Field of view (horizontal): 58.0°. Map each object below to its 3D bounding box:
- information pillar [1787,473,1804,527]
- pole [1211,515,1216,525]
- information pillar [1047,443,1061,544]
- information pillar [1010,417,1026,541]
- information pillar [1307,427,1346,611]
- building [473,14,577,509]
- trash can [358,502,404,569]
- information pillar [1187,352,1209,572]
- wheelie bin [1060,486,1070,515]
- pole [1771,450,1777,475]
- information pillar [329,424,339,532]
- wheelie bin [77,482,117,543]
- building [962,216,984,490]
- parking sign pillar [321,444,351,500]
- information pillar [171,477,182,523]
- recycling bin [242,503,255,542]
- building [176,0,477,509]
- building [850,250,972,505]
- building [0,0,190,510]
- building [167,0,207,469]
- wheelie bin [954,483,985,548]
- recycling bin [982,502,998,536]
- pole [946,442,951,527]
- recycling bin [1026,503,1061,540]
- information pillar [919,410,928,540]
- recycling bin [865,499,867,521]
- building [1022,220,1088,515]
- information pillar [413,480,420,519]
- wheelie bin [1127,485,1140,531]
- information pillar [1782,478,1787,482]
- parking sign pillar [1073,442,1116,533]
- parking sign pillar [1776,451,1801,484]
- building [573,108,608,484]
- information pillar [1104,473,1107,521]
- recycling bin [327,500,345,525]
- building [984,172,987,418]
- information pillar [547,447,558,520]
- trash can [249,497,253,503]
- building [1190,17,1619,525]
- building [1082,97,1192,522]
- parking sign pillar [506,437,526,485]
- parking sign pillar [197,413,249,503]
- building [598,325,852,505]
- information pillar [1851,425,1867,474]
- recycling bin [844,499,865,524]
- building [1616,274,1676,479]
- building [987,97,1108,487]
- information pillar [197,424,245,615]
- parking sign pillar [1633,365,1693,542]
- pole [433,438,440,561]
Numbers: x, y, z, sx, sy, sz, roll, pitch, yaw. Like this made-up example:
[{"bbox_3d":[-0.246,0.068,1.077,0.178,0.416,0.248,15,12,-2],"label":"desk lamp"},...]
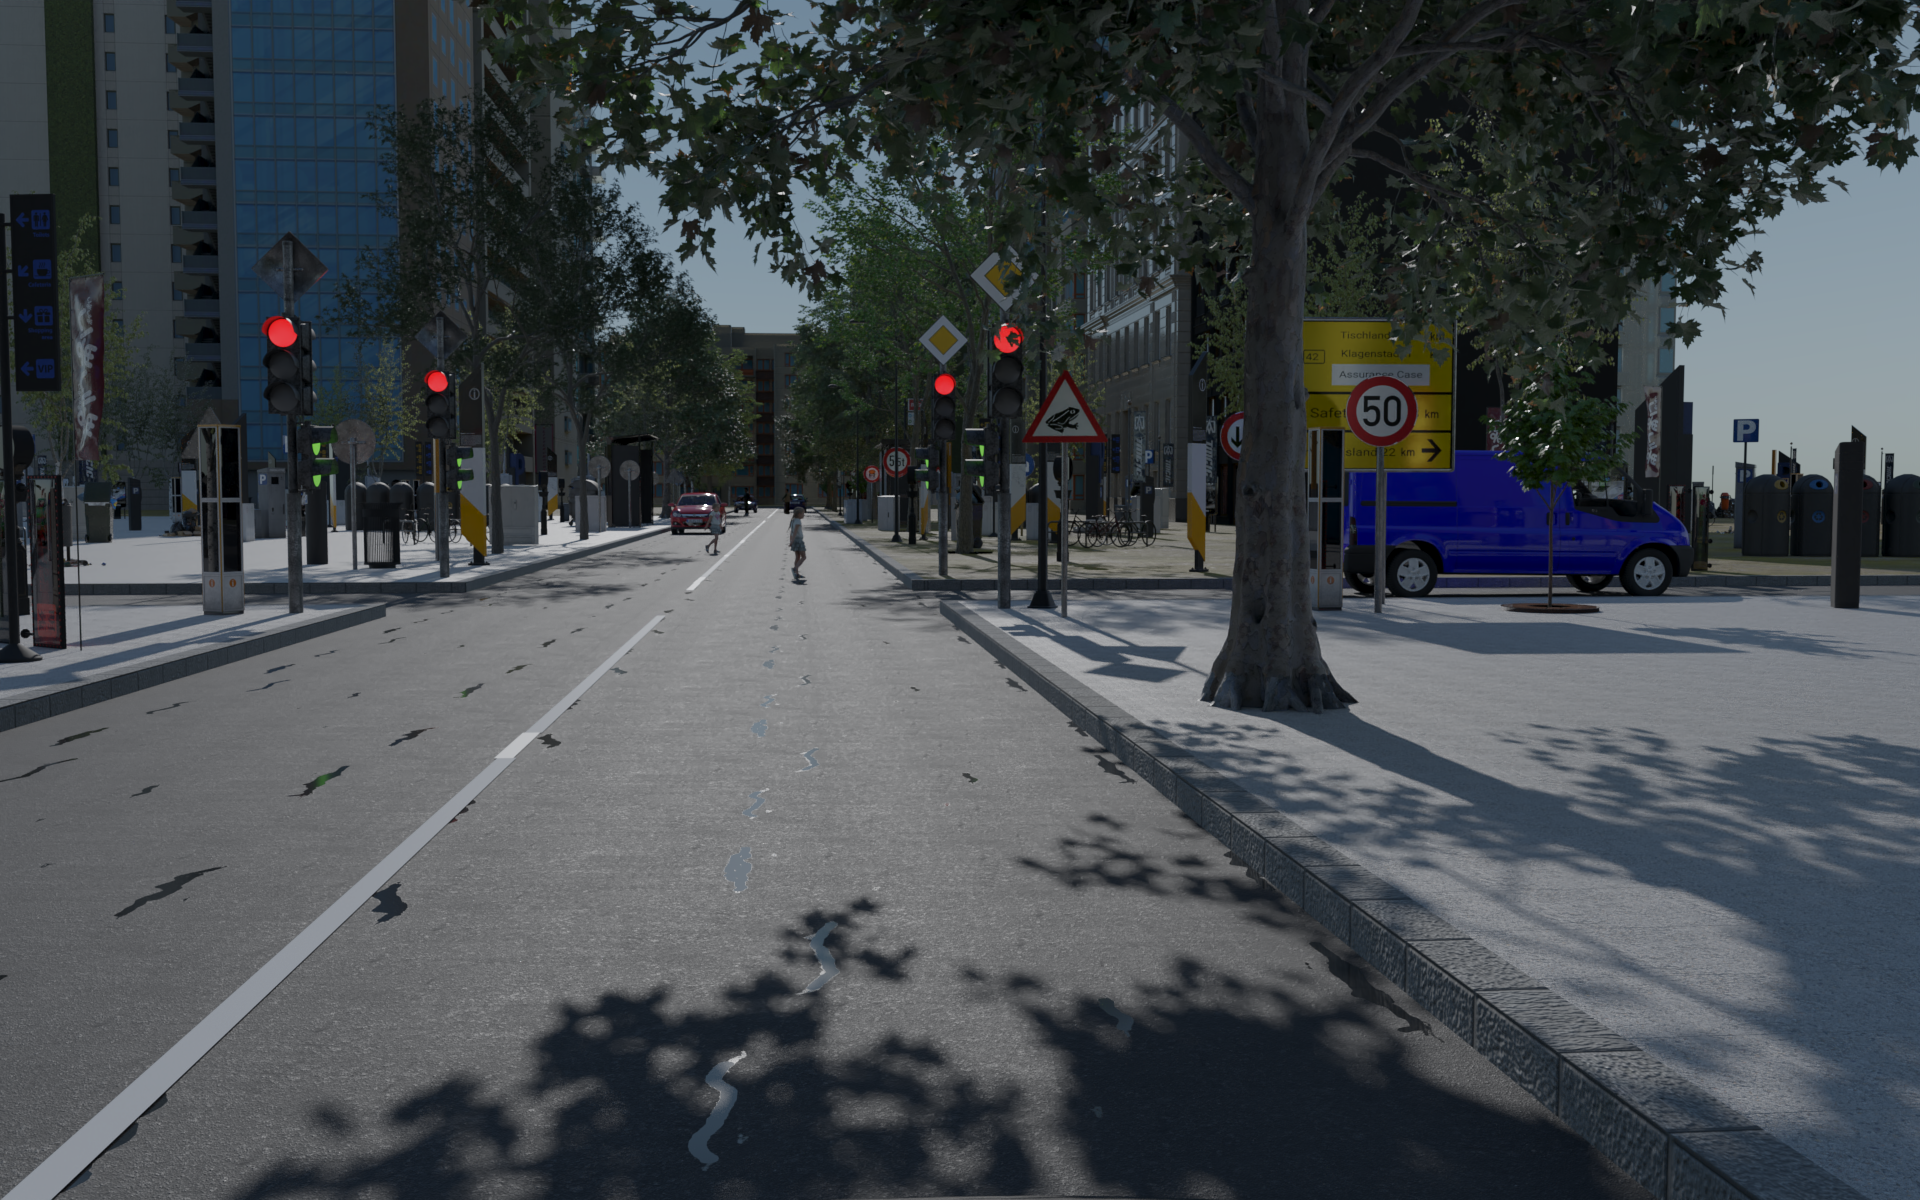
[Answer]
[{"bbox_3d":[29.845,-3.505,61.805,0.304,2.012,0.304,-1,4,-16],"label":"information pillar"},{"bbox_3d":[10.678,-4.840,72.975,0.158,3.312,0.155,0,3,0],"label":"pole"},{"bbox_3d":[2.380,-3.272,44.856,0.504,3.616,0.183,-1,4,-13],"label":"information pillar"},{"bbox_3d":[1.577,-3.447,47.709,0.504,3.616,0.183,-2,4,-31],"label":"information pillar"},{"bbox_3d":[4.031,-0.893,19.099,0.304,2.012,0.304,-1,4,-14],"label":"information pillar"},{"bbox_3d":[-45.383,-32.179,149.825,21.600,48.544,21.300,0,4,-5],"label":"building"},{"bbox_3d":[-10.017,-1.122,30.005,0.748,1.137,0.748,0,3,0],"label":"trash can"},{"bbox_3d":[3.893,-2.266,28.403,0.183,3.616,0.504,3,4,37],"label":"information pillar"},{"bbox_3d":[3.948,-3.739,69.040,0.980,1.594,0.693,2,4,34],"label":"wheelie bin"},{"bbox_3d":[37.400,-5.247,79.633,0.158,3.312,0.155,0,3,0],"label":"pole"},{"bbox_3d":[-21.010,-4.077,58.020,0.183,3.616,0.504,-2,4,-32],"label":"information pillar"},{"bbox_3d":[-22.735,-2.311,45.687,0.980,1.594,0.693,-1,4,-16],"label":"wheelie bin"},{"bbox_3d":[12.021,-32.171,217.872,23.993,40.220,32.217,0,4,-5],"label":"building"},{"bbox_3d":[-29.770,-5.773,82.861,1.447,3.967,1.447,0,4,2],"label":"parking sign pillar"},{"bbox_3d":[-34.684,-4.416,76.697,0.304,2.012,0.304,3,5,39],"label":"information pillar"},{"bbox_3d":[-19.576,-2.099,46.866,0.722,1.027,0.722,0,4,-2],"label":"recycling bin"},{"bbox_3d":[-38.145,-27.908,106.411,14.600,45.320,14.200,0,4,-5],"label":"building"},{"bbox_3d":[-6.057,-26.631,207.118,14.107,30.474,14.160,0,4,-5],"label":"building"},{"bbox_3d":[-70.932,-37.019,147.256,28.212,58.520,21.231,0,4,-5],"label":"building"},{"bbox_3d":[-43.200,-30.612,124.200,21.300,48.544,21.600,0,4,-5],"label":"building"},{"bbox_3d":[0.206,-2.029,41.086,0.693,1.594,0.980,-1,4,-9],"label":"wheelie bin"},{"bbox_3d":[0.776,-2.519,53.739,0.722,1.027,0.722,-2,4,-26],"label":"recycling bin"},{"bbox_3d":[-0.444,-4.549,68.227,0.158,3.312,0.155,0,3,0],"label":"pole"},{"bbox_3d":[2.334,-2.188,48.327,0.722,1.027,0.722,-3,5,-41],"label":"recycling bin"},{"bbox_3d":[-1.000,-3.497,48.526,0.183,3.616,0.504,1,4,13],"label":"information pillar"},{"bbox_3d":[-4.822,-4.229,81.697,0.722,1.027,0.722,1,4,21],"label":"recycling bin"},{"bbox_3d":[19.291,-17.029,123.456,27.650,21.520,28.899,0,4,-5],"label":"building"},{"bbox_3d":[-28.013,-5.189,89.331,0.304,2.012,0.304,-1,4,-10],"label":"information pillar"},{"bbox_3d":[6.116,-3.091,58.445,0.980,1.594,0.693,-3,4,-36],"label":"wheelie bin"},{"bbox_3d":[38.303,-4.647,80.475,0.304,2.012,0.304,2,4,28],"label":"information pillar"},{"bbox_3d":[4.433,-4.183,56.870,1.447,3.967,1.447,1,4,13],"label":"parking sign pillar"},{"bbox_3d":[51.074,-7.239,106.825,1.447,3.967,1.447,-3,5,-44],"label":"parking sign pillar"},{"bbox_3d":[-57.448,-35.884,206.309,30.456,49.044,23.786,0,4,-5],"label":"building"},{"bbox_3d":[6.764,-5.595,82.826,0.504,3.616,0.183,0,4,-2],"label":"information pillar"},{"bbox_3d":[-25.783,-3.615,71.658,0.722,1.027,0.722,-2,4,-24],"label":"recycling bin"},{"bbox_3d":[8.964,-29.042,158.424,14.154,41.232,14.086,0,4,-5],"label":"building"},{"bbox_3d":[-20.172,-5.768,85.654,0.504,3.616,0.183,-1,4,-15],"label":"information pillar"},{"bbox_3d":[-33.115,-4.189,80.145,0.748,1.137,0.748,0,3,0],"label":"trash can"},{"bbox_3d":[17.242,-14.723,70.403,12.332,23.373,15.834,0,4,-5],"label":"building"},{"bbox_3d":[14.250,-17.936,90.520,12.463,27.353,25.104,0,4,-5],"label":"building"},{"bbox_3d":[-21.166,-5.757,82.603,1.447,3.967,1.447,1,4,9],"label":"parking sign pillar"},{"bbox_3d":[-24.027,-4.189,56.968,1.447,3.967,1.447,1,4,16],"label":"parking sign pillar"},{"bbox_3d":[-28.139,-22.469,212.411,28.899,21.520,27.650,0,4,-5],"label":"building"},{"bbox_3d":[30.284,-4.104,58.453,0.504,3.616,0.183,3,5,41],"label":"information pillar"},{"bbox_3d":[-4.615,-3.813,74.894,0.722,1.027,0.722,-1,4,-12],"label":"recycling bin"},{"bbox_3d":[48.018,-32.881,157.218,30.456,49.044,23.786,0,4,-5],"label":"building"},{"bbox_3d":[9.913,-30.215,144.124,14.600,45.320,14.200,0,4,-5],"label":"building"},{"bbox_3d":[-7.857,-0.852,18.427,0.304,2.012,0.304,2,4,26],"label":"information pillar"},{"bbox_3d":[14.964,-2.961,36.879,1.447,3.967,1.447,-1,4,-19],"label":"parking sign pillar"},{"bbox_3d":[-9.983,-2.405,33.172,0.158,3.312,0.155,0,3,0],"label":"pole"}]
